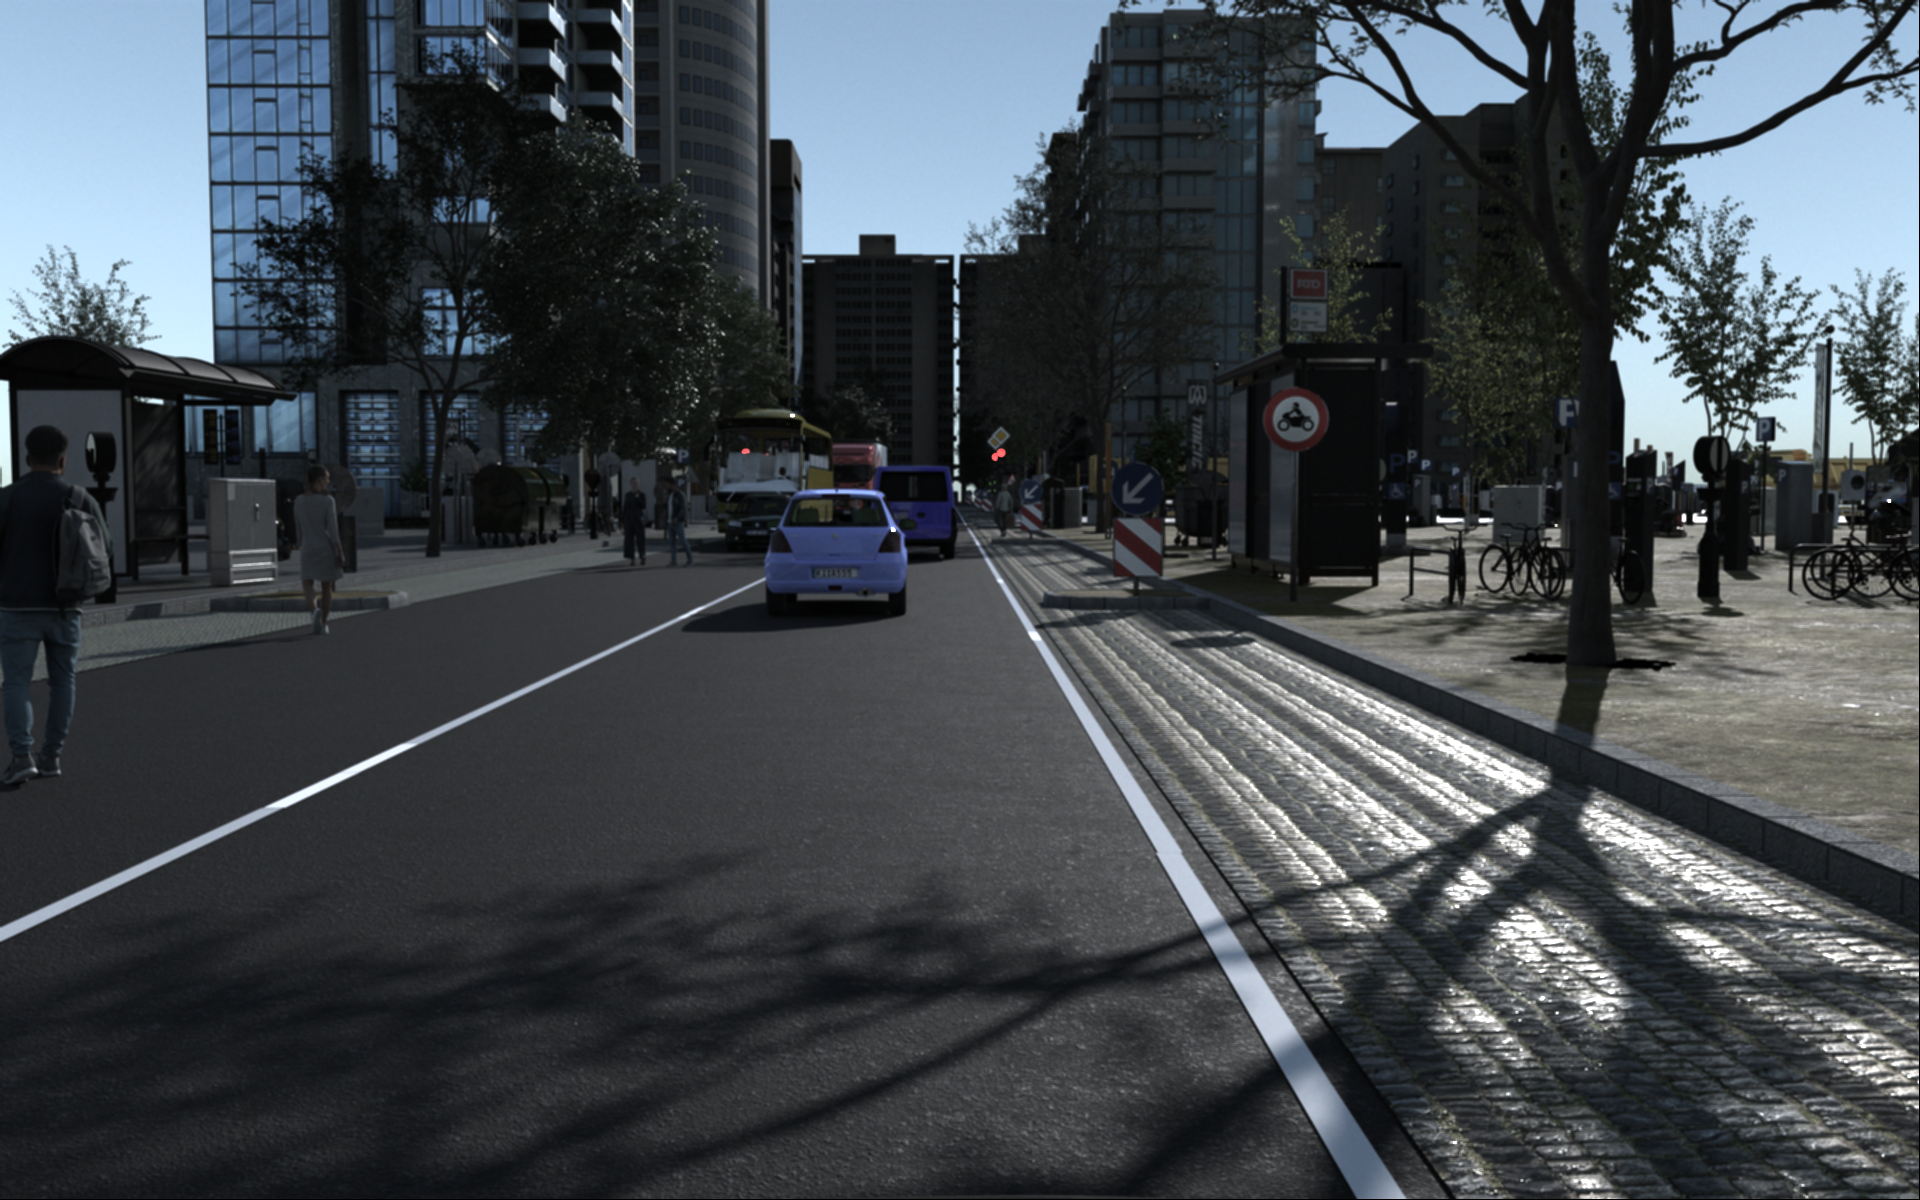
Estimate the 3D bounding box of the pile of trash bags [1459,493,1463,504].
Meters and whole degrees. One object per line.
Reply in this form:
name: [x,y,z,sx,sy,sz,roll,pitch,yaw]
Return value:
pile of trash bags: [42.111,-7.992,140.418,3.447,1.369,1.912,0,4,5]

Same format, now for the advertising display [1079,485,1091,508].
advertising display: [8.910,-7.247,123.706,0.974,1.923,0.123,2,4,30]

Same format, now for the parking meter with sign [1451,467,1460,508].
parking meter with sign: [32.114,-7.102,112.378,0.543,3.016,1.738,1,4,19]

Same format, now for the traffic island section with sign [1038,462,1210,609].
traffic island section with sign: [2.092,-0.836,22.296,1.989,1.847,2.006,0,4,0]

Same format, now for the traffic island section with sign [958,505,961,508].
traffic island section with sign: [0.878,-10.616,182.205,1.989,1.847,2.006,0,4,0]

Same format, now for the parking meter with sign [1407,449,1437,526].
parking meter with sign: [18.255,-4.411,68.374,0.543,3.016,1.738,3,5,43]

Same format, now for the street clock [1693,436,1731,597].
street clock: [9.361,-1.042,21.604,0.471,2.002,0.358,-3,4,-36]

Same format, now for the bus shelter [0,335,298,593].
bus shelter: [-11.530,-1.894,24.886,2.014,3.302,5.546,0,4,0]

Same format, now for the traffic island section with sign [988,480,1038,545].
traffic island section with sign: [1.895,-2.500,49.508,1.989,1.847,2.006,0,4,0]

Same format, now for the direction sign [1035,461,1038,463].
direction sign: [5.273,-7.828,119.989,0.379,3.537,0.876,1,4,19]

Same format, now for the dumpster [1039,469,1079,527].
dumpster: [3.822,-3.980,67.573,1.502,2.255,1.985,0,4,0]

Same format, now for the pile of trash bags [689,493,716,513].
pile of trash bags: [-17.312,-6.675,118.889,1.912,1.369,3.447,-3,4,-36]

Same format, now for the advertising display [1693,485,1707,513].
advertising display: [50.306,-6.888,117.827,0.974,1.923,0.123,0,4,-2]

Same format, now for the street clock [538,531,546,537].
street clock: [-12.417,-2.864,51.398,0.358,2.002,0.471,-1,4,-23]

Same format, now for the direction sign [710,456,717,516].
direction sign: [-14.309,-6.759,102.503,0.876,3.537,0.379,-1,4,-12]

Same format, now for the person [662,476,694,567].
person: [-5.615,-1.550,34.190,0.623,1.781,0.721,2,4,31]

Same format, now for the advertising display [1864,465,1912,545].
advertising display: [20.597,-2.033,38.460,0.123,1.923,0.974,-2,4,-33]

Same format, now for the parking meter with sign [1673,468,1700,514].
parking meter with sign: [47.938,-7.210,114.151,1.738,3.016,0.543,-1,4,-12]

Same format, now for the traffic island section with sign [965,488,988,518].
traffic island section with sign: [1.466,-5.871,104.625,1.989,1.847,2.006,0,4,0]

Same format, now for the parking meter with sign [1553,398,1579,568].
parking meter with sign: [10.858,-2.098,30.560,0.543,3.016,1.738,1,4,11]

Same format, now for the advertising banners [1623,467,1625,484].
advertising banners: [43.336,-7.053,111.498,2.074,3.025,0.090,1,4,14]

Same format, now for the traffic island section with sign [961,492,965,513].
traffic island section with sign: [1.262,-7.560,132.238,1.989,1.847,2.006,0,4,0]

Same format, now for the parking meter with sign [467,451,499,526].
parking meter with sign: [-19.602,-4.518,70.134,1.738,3.016,0.543,-2,4,-31]

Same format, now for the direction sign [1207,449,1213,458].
direction sign: [12.418,-5.787,86.620,0.876,3.537,0.379,1,4,18]

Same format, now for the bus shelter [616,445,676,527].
bus shelter: [-12.422,-4.601,69.153,2.014,3.302,5.546,0,4,0]

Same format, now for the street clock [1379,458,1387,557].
street clock: [8.412,-1.867,35.093,0.471,2.002,0.358,-3,5,-42]

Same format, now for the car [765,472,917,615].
car: [-1.510,-0.750,21.861,1.945,1.707,3.694,0,4,-2]

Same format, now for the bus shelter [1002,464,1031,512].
bus shelter: [3.724,-7.622,118.535,2.014,3.302,5.546,0,4,0]

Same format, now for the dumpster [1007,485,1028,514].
dumpster: [3.675,-6.474,111.614,1.264,1.857,1.865,0,4,0]

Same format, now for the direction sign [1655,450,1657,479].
direction sign: [35.393,-5.930,88.947,0.876,3.537,0.379,-1,4,-19]

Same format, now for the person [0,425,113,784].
person: [-4.640,0.005,8.764,0.721,1.781,0.623,3,5,40]

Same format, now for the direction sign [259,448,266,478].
direction sign: [-34.142,-5.679,84.841,0.379,3.537,0.876,0,4,-6]

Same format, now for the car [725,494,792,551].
car: [-4.973,-2.134,44.673,2.009,1.686,4.222,0,4,1]

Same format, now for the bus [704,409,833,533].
bus: [-5.617,-3.803,53.730,2.896,3.916,12.252,0,4,0]

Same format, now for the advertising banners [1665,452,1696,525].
advertising banners: [30.089,-4.663,72.423,2.074,3.025,0.090,-2,4,-32]

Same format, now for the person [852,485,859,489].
person: [-3.539,-3.098,59.743,0.643,1.750,0.593,0,4,2]

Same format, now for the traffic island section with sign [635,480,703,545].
traffic island section with sign: [-8.335,-2.463,48.891,1.989,1.847,2.006,0,4,0]

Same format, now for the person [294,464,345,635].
person: [-6.490,-0.509,17.567,0.466,1.731,0.760,-2,4,-27]

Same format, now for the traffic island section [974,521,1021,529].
traffic island section: [1.654,-3.513,79.720,2.009,0.180,2.903,0,4,0]

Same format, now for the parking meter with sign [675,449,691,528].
parking meter with sign: [-10.650,-4.279,66.222,0.543,3.016,1.738,0,4,-3]

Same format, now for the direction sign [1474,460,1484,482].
direction sign: [34.926,-7.621,116.598,0.876,3.537,0.379,-2,4,-33]

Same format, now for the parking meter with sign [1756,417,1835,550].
parking meter with sign: [19.092,-2.647,39.545,1.738,3.016,0.543,-1,4,-12]

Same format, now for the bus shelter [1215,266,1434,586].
bus shelter: [5.491,-3.100,28.319,2.179,5.291,8.768,0,4,0]

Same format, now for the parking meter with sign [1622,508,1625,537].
parking meter with sign: [19.053,-3.414,52.081,1.738,3.016,0.543,1,4,15]

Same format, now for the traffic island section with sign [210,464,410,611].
traffic island section with sign: [-8.113,-0.814,21.936,1.989,1.847,2.006,0,4,0]

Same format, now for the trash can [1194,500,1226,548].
trash can: [5.969,-1.816,41.353,0.748,1.137,0.748,0,3,0]

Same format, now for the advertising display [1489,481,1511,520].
advertising display: [26.171,-4.816,83.959,0.974,1.923,0.123,3,4,36]

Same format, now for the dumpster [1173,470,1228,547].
dumpster: [5.997,-2.271,42.894,1.264,1.857,1.865,0,4,0]

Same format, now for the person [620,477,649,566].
person: [-6.556,-1.588,34.880,0.576,1.772,0.534,0,4,-7]

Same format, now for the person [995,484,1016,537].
person: [1.539,-2.998,58.010,0.782,1.767,0.515,-3,5,-42]

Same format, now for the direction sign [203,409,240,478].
direction sign: [-19.723,-3.322,46.316,0.876,3.537,0.379,-1,4,-22]
